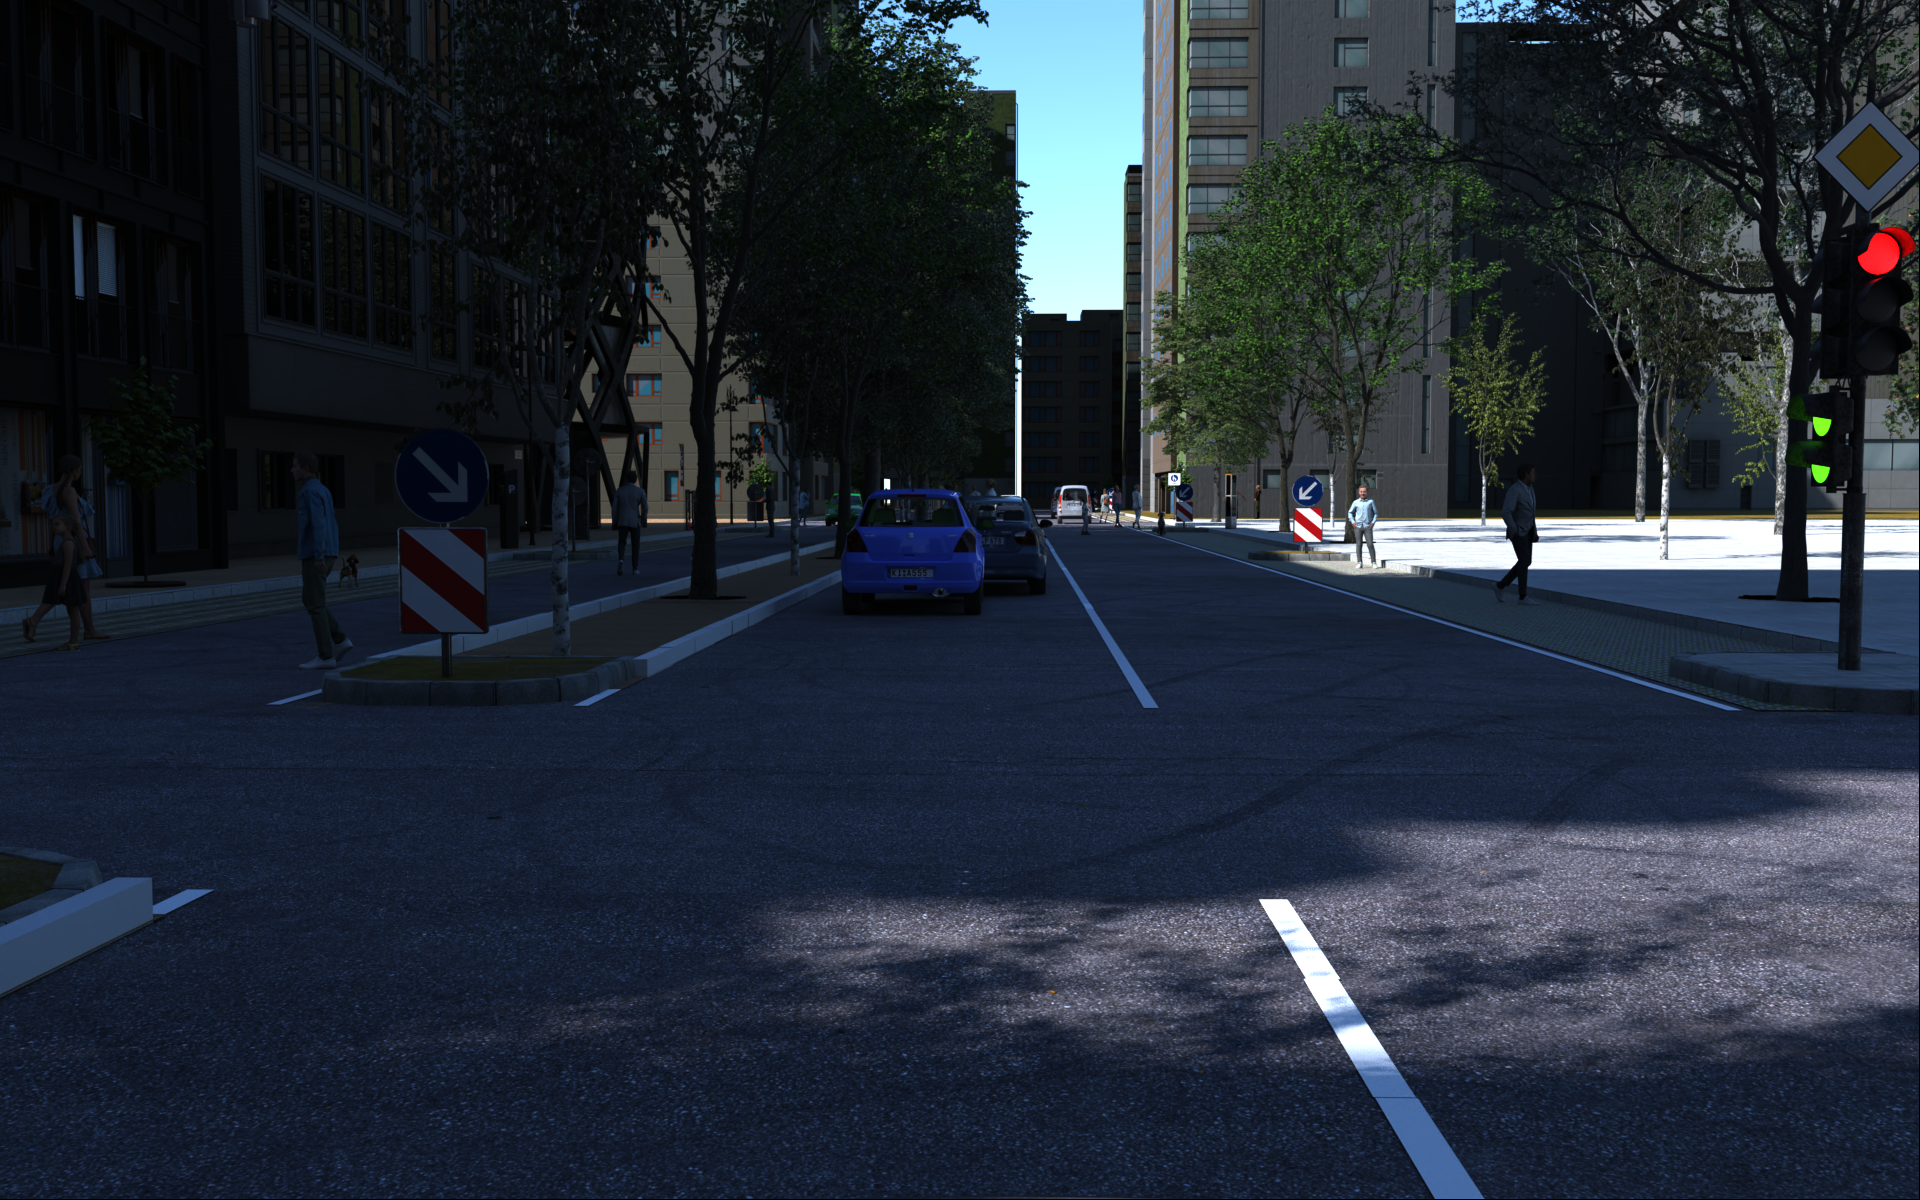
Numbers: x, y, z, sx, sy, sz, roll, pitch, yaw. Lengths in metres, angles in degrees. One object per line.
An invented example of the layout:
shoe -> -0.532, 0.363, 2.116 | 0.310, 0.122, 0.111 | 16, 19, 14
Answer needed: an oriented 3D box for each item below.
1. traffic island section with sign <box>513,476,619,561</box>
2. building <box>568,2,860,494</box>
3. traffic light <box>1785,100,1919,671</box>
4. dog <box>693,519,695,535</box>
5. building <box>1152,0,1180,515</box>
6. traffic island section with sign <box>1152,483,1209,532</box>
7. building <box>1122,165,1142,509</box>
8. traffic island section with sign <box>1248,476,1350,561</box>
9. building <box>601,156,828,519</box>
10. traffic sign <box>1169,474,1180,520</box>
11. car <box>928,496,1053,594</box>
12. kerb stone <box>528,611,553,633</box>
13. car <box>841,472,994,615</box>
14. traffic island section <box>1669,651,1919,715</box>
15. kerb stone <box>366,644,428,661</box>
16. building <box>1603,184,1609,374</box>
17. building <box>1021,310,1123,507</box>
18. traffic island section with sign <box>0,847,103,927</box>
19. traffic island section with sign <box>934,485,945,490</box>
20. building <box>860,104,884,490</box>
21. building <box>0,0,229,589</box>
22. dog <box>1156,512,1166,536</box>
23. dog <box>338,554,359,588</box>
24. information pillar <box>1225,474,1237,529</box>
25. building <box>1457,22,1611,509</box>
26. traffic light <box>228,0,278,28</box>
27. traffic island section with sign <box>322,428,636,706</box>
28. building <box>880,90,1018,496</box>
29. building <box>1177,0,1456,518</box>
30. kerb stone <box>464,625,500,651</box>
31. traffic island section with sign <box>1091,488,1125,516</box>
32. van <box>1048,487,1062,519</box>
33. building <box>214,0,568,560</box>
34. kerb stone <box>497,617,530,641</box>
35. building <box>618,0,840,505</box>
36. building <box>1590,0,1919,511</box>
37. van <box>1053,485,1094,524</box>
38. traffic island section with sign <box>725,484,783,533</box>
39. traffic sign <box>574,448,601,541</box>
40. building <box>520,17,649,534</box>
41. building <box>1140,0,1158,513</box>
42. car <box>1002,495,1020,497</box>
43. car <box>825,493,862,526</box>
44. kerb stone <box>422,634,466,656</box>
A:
traffic island section with sign -> -8.562, -1.796, 37.998 | 1.989, 1.847, 2.006 | 0, 4, 2
building -> -23.176, -37.334, 152.417 | 28.212, 58.520, 21.231 | 0, 4, 2
traffic light -> 6.481, -1.445, 12.548 | 0.839, 4.253, 0.868 | 0, 4, 2
dog -> -6.745, -1.766, 45.707 | 0.800, 0.831, 0.513 | -3, 4, -38
building -> 20.027, -28.228, 111.636 | 14.600, 45.320, 14.200 | 0, 4, 2
traffic island section with sign -> 8.270, -3.461, 65.213 | 1.989, 1.847, 2.006 | 0, 4, 2
building -> 21.447, -23.405, 154.374 | 14.160, 30.474, 14.107 | 0, 4, 2
traffic island section with sign -> 7.354, -1.785, 37.814 | 1.989, 1.847, 2.006 | 0, 4, 2
building -> -23.289, -15.821, 103.710 | 27.650, 21.520, 28.899 | 0, 4, 2
traffic sign -> 10.517, -5.067, 84.972 | 0.606, 2.300, 0.079 | 1, 4, 10
car -> 0.406, -0.863, 26.119 | 2.014, 1.417, 4.499 | 0, 4, 1
kerb stone -> -4.454, 0.246, 18.168 | 0.120, 0.150, 1.000 | 0, 4, 2
car -> -0.541, -0.754, 21.914 | 1.945, 1.707, 3.694 | 0, 4, 1
traffic island section -> 6.521, 0.588, 12.661 | 2.009, 0.180, 2.903 | 0, 4, 2
kerb stone -> -4.579, 0.496, 14.079 | 0.120, 0.150, 1.000 | 0, 4, 2
building -> 66.379, -32.263, 177.611 | 14.200, 45.320, 14.600 | 0, 4, 2
building -> 21.071, -20.865, 186.177 | 28.899, 21.520, 27.650 | 0, 4, 2
traffic island section with sign -> -3.820, 0.176, 5.251 | 2.006, 1.907, 1.989 | 0, 4, 2
traffic island section with sign -> -1.087, -4.869, 87.752 | 2.006, 1.907, 1.989 | 0, 4, 2
building -> -22.424, -32.371, 183.896 | 28.867, 44.769, 22.147 | 0, 4, 2
building -> -18.988, -11.726, 21.393 | 12.332, 23.373, 15.834 | 0, 4, 2
dog -> 7.011, -2.606, 59.441 | 0.800, 0.831, 0.513 | -3, 5, -42
dog -> -9.322, -0.436, 26.410 | 0.406, 0.507, 0.540 | -3, 5, -41
information pillar -> 9.970, -3.621, 63.694 | 0.304, 2.012, 0.304 | -3, 4, -38
building -> 48.210, -28.779, 154.129 | 14.086, 41.232, 14.154 | 0, 4, 2
traffic light -> -7.578, -2.346, 13.031 | 4.771, 5.953, 1.251 | 0, 4, 2
traffic island section with sign -> -3.565, -0.276, 12.654 | 2.006, 1.907, 1.989 | 0, 4, 2
building -> -1.093, -30.318, 179.287 | 14.086, 41.232, 14.154 | 0, 4, 2
building -> 19.252, -25.325, 97.663 | 14.154, 41.232, 14.086 | 0, 4, 2
kerb stone -> -4.516, 0.371, 16.125 | 0.120, 0.150, 1.000 | 0, 4, 2
traffic island section with sign -> 9.910, -6.485, 114.664 | 1.989, 1.847, 2.006 | 0, 4, 2
van -> 6.146, -5.768, 101.314 | 2.013, 2.044, 4.112 | 0, 4, 3
building -> -19.360, -15.147, 41.168 | 14.314, 27.812, 24.014 | 0, 4, 2
kerb stone -> -4.485, 0.309, 17.146 | 0.120, 0.150, 1.000 | 0, 4, 2
building -> -16.337, -26.957, 124.343 | 14.154, 41.232, 14.086 | 0, 4, 2
building -> 68.773, -34.088, 146.581 | 27.495, 52.752, 28.713 | 0, 4, 2
van -> 5.569, -4.740, 84.514 | 2.013, 2.044, 4.112 | 0, 4, 3
traffic island section with sign -> -7.678, -3.444, 64.938 | 1.989, 1.847, 2.006 | 0, 4, 2
traffic sign -> -10.242, -2.906, 47.617 | 0.768, 2.556, 0.104 | 0, 4, 5
building -> -20.007, -11.897, 61.967 | 16.820, 18.784, 16.811 | 0, 4, 2
building -> 24.474, -36.102, 132.265 | 21.231, 58.520, 28.212 | 0, 4, 2
car -> 3.139, -5.936, 109.415 | 2.083, 1.381, 4.827 | 0, 3, 0
car -> -5.160, -4.304, 79.167 | 1.959, 1.807, 4.718 | 0, 4, 0
kerb stone -> -4.554, 0.434, 15.101 | 0.120, 0.150, 1.000 | 0, 4, 2
